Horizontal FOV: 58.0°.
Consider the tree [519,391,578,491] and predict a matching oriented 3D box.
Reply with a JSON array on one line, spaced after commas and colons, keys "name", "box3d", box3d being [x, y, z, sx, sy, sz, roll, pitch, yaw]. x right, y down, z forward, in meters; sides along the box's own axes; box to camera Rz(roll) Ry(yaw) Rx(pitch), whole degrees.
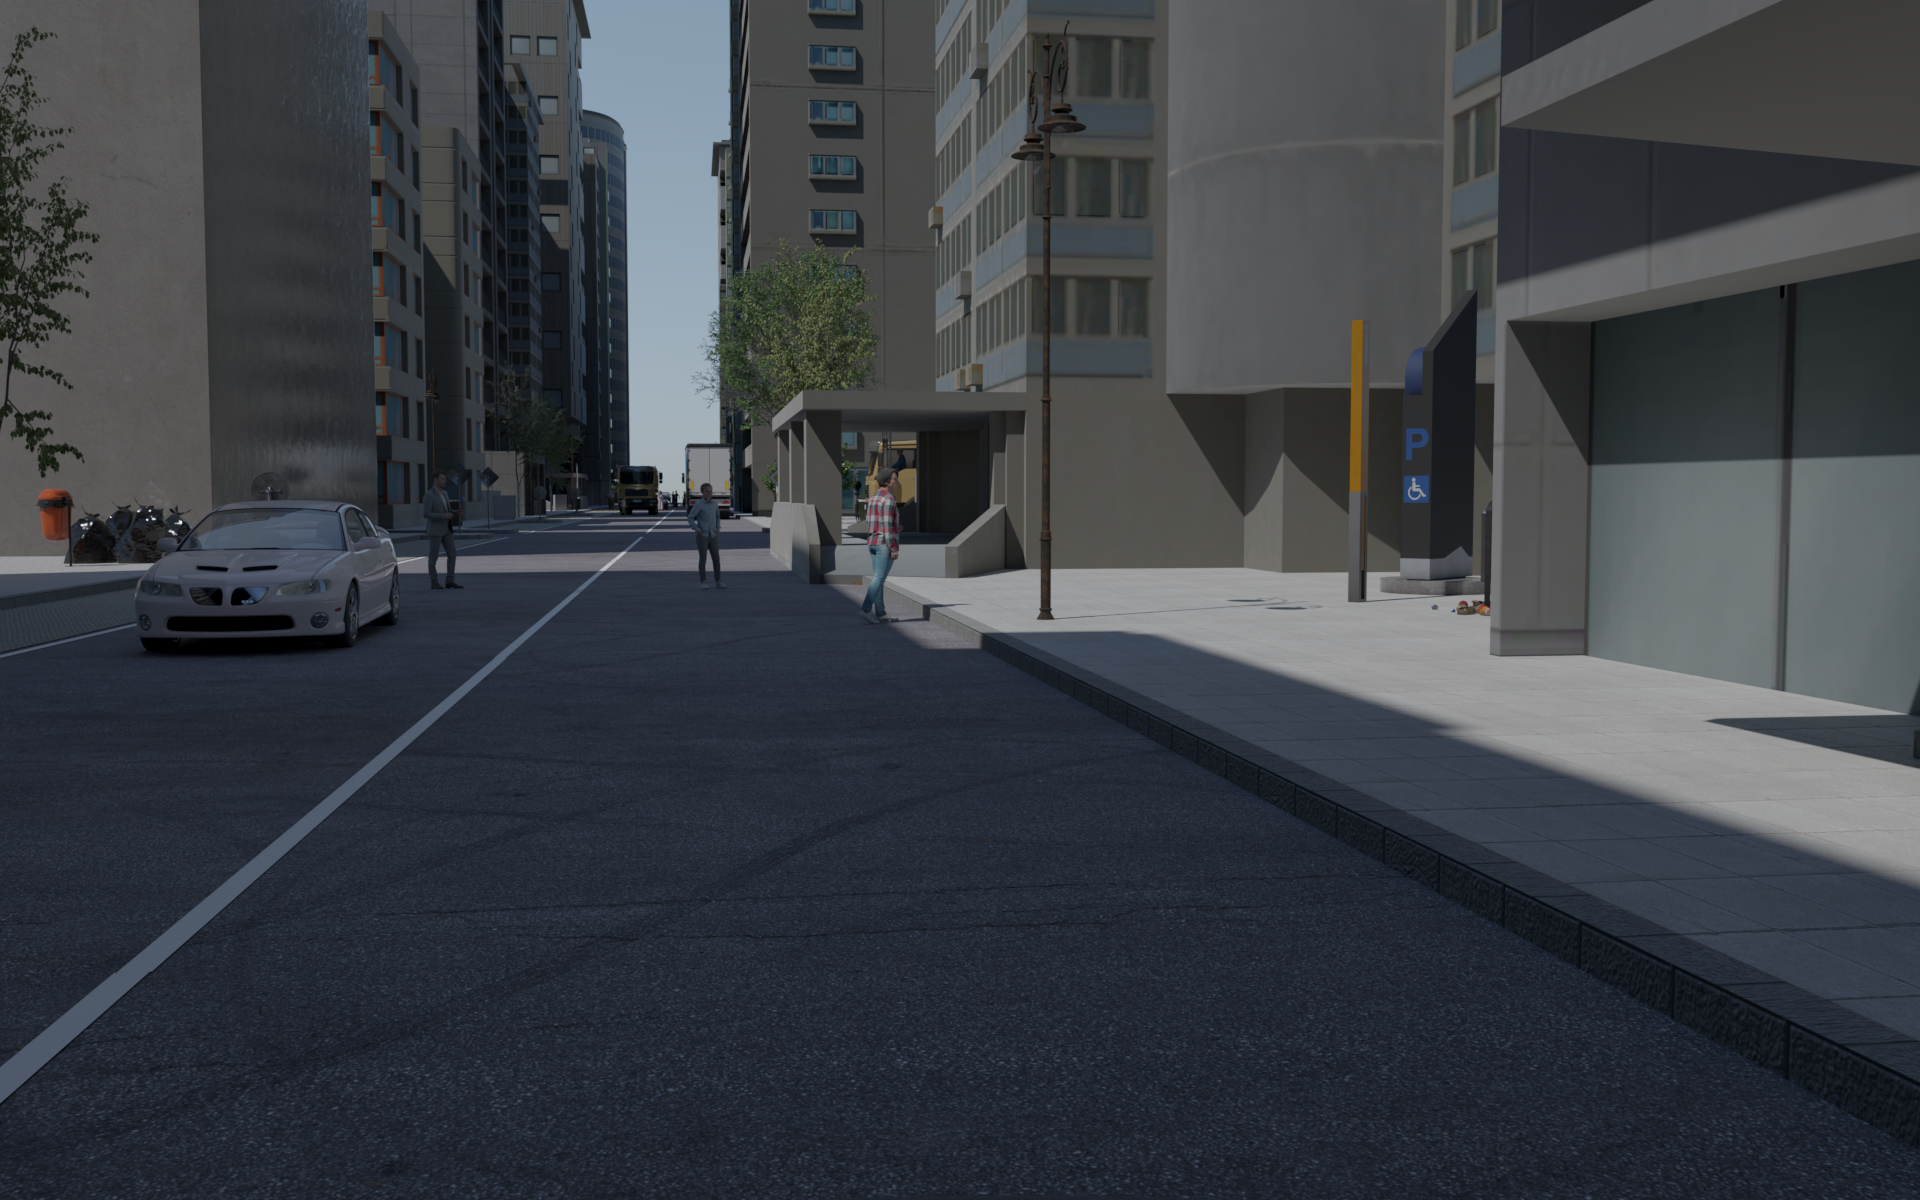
[{"name": "tree", "box3d": [-29.381, -10.516, 122.294, 4.737, 8.622, 4.395, 0, 3, 0]}]

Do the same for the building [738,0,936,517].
[{"name": "building", "box3d": [-2.710, -29.600, 107.663, 21.300, 48.544, 21.600, -1, 4, -9]}]

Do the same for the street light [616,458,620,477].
[{"name": "street light", "box3d": [-43.764, -15.212, 221.506, 0.468, 5.910, 1.993, -1, 4, -9]}]

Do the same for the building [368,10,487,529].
[{"name": "building", "box3d": [-36.456, -14.030, 74.422, 27.650, 21.520, 28.899, -1, 4, -9]}]

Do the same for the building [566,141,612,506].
[{"name": "building", "box3d": [-46.840, -31.257, 194.639, 14.154, 41.232, 14.086, -1, 4, -9]}]

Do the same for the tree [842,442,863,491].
[{"name": "tree", "box3d": [-4.036, -3.646, 54.217, 1.663, 3.219, 1.824, 0, 3, 0]}]

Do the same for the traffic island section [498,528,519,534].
[{"name": "traffic island section", "box3d": [-17.258, -2.513, 63.367, 2.009, 0.180, 2.903, -1, 4, -9]}]

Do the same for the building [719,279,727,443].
[{"name": "building", "box3d": [-25.242, -28.227, 233.211, 14.160, 30.474, 14.107, -1, 4, -9]}]

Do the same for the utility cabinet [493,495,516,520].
[{"name": "utility cabinet", "box3d": [-22.765, -4.608, 86.503, 1.020, 1.237, 0.306, -1, 4, -16]}]

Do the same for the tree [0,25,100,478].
[{"name": "tree", "box3d": [-14.447, -4.573, 25.130, 4.737, 8.622, 4.395, 0, 3, 0]}]

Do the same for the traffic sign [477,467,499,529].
[{"name": "traffic sign", "box3d": [-17.236, -3.649, 63.309, 0.795, 2.450, 0.064, -1, 4, -9]}]

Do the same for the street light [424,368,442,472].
[{"name": "street light", "box3d": [-19.307, -5.554, 63.595, 0.468, 5.910, 1.993, -1, 4, -9]}]

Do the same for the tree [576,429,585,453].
[{"name": "tree", "box3d": [-30.096, -10.867, 128.040, 4.360, 8.622, 3.978, 0, 3, 0]}]

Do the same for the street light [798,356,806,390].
[{"name": "street light", "box3d": [-5.040, -5.130, 56.663, 0.468, 5.910, 1.993, -1, 4, -9]}]

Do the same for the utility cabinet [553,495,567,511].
[{"name": "utility cabinet", "box3d": [-30.798, -7.473, 133.340, 1.020, 1.237, 0.306, -3, 5, -43]}]

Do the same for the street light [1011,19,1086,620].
[{"name": "street light", "box3d": [0.875, -2.736, 17.527, 0.468, 5.910, 1.993, -1, 4, -9]}]

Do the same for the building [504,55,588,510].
[{"name": "building", "box3d": [-48.497, -27.787, 146.194, 32.217, 40.220, 23.993, -1, 4, -9]}]

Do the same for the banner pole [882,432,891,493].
[{"name": "banner pole", "box3d": [-2.300, -3.963, 54.815, 0.401, 3.779, 0.863, 1, 4, 22]}]

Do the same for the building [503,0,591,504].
[{"name": "building", "box3d": [-51.684, -35.655, 172.198, 28.713, 52.752, 27.495, -1, 4, -9]}]

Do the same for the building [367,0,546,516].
[{"name": "building", "box3d": [-36.700, -40.838, 105.949, 20.563, 71.187, 20.611, -1, 4, -9]}]

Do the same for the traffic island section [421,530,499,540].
[{"name": "traffic island section", "box3d": [-16.038, -2.030, 55.476, 2.009, 0.180, 2.903, -1, 4, -9]}]

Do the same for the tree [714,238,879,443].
[{"name": "tree", "box3d": [-4.088, -6.035, 49.040, 4.737, 8.622, 4.395, 0, 3, 0]}]

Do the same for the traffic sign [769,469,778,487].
[{"name": "traffic sign", "box3d": [-6.763, -3.747, 64.901, 0.795, 2.450, 0.064, -1, 4, -9]}]

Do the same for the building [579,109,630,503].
[{"name": "building", "box3d": [-61.319, -44.027, 261.839, 21.231, 58.520, 28.212, -1, 4, -9]}]

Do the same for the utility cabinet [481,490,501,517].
[{"name": "utility cabinet", "box3d": [-25.393, -5.198, 93.660, 0.318, 1.500, 1.173, 3, 4, 38]}]

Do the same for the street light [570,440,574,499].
[{"name": "street light", "box3d": [-31.048, -10.155, 138.819, 0.468, 5.910, 1.993, -1, 4, -9]}]

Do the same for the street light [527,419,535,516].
[{"name": "street light", "box3d": [-25.540, -7.985, 103.347, 0.468, 5.910, 1.993, -1, 4, -9]}]

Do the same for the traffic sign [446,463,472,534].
[{"name": "traffic sign", "box3d": [-16.016, -3.167, 55.417, 0.795, 2.450, 0.064, -1, 4, -9]}]

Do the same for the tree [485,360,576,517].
[{"name": "tree", "box3d": [-24.364, -8.926, 96.307, 4.360, 8.622, 3.978, 0, 3, 0]}]

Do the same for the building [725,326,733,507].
[{"name": "building", "box3d": [-11.367, -21.013, 188.608, 27.650, 21.520, 28.899, -1, 4, -9]}]

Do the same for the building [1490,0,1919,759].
[{"name": "building", "box3d": [17.040, -25.234, 1.822, 28.713, 52.752, 27.495, -1, 4, -9]}]

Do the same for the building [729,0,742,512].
[{"name": "building", "box3d": [-10.505, -27.473, 132.786, 14.154, 41.232, 14.086, -1, 4, -9]}]

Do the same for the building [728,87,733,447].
[{"name": "building", "box3d": [-9.864, -30.846, 158.959, 22.147, 44.769, 28.867, -1, 4, -9]}]

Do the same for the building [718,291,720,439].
[{"name": "building", "box3d": [-28.058, -40.554, 282.671, 23.786, 49.044, 30.456, -1, 4, -9]}]

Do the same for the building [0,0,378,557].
[{"name": "building", "box3d": [-33.815, -14.535, 42.156, 34.151, 26.468, 19.350, -1, 4, -9]}]

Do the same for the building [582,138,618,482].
[{"name": "building", "box3d": [-58.568, -37.477, 232.363, 23.786, 49.044, 30.456, -1, 4, -9]}]

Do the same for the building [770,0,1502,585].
[{"name": "building", "box3d": [12.467, -21.021, 35.580, 32.217, 40.220, 23.993, -1, 4, -9]}]

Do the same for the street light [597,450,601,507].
[{"name": "street light", "box3d": [-37.096, -12.569, 178.291, 0.468, 5.910, 1.993, -1, 4, -9]}]

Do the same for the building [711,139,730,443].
[{"name": "building", "box3d": [-21.693, -40.675, 254.275, 28.713, 52.752, 27.495, -1, 4, -9]}]
